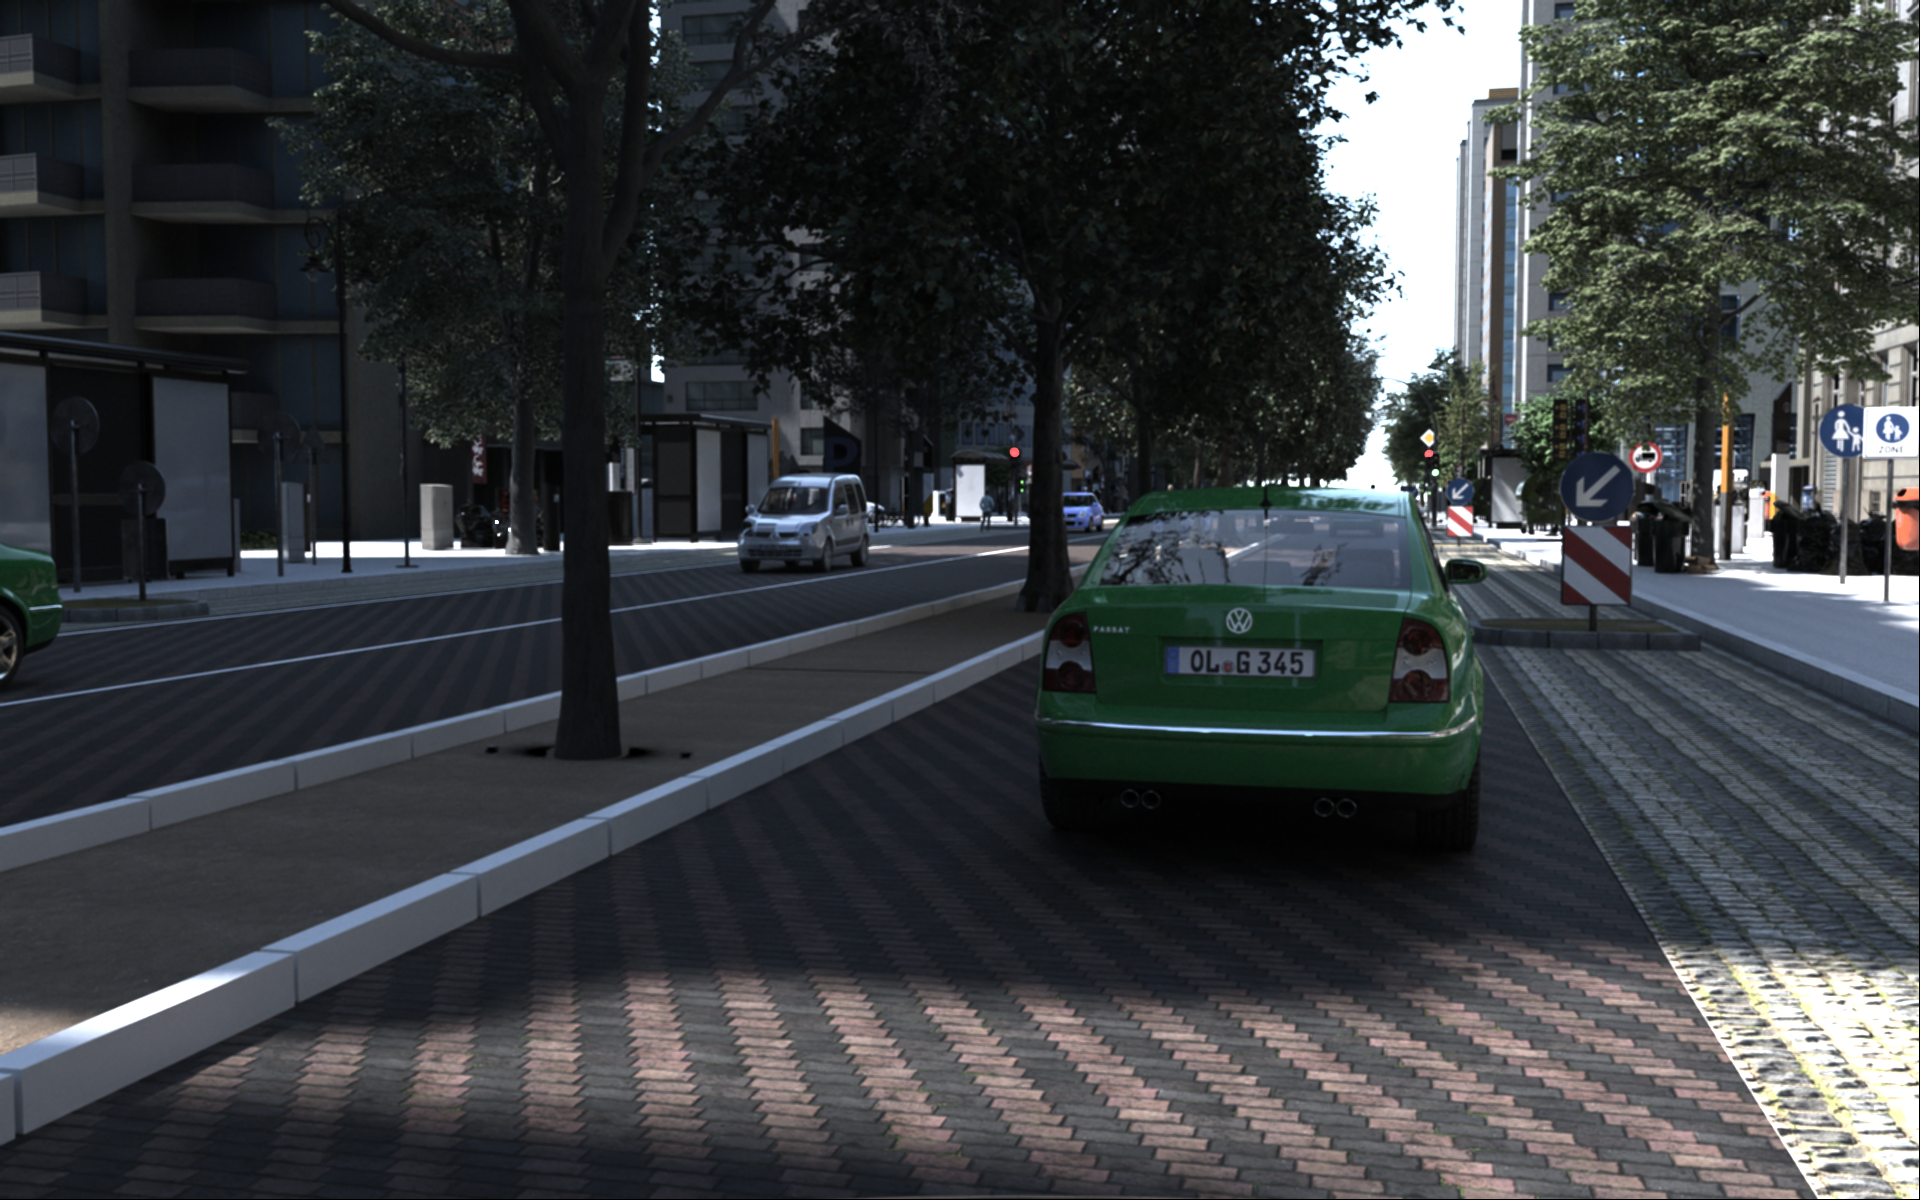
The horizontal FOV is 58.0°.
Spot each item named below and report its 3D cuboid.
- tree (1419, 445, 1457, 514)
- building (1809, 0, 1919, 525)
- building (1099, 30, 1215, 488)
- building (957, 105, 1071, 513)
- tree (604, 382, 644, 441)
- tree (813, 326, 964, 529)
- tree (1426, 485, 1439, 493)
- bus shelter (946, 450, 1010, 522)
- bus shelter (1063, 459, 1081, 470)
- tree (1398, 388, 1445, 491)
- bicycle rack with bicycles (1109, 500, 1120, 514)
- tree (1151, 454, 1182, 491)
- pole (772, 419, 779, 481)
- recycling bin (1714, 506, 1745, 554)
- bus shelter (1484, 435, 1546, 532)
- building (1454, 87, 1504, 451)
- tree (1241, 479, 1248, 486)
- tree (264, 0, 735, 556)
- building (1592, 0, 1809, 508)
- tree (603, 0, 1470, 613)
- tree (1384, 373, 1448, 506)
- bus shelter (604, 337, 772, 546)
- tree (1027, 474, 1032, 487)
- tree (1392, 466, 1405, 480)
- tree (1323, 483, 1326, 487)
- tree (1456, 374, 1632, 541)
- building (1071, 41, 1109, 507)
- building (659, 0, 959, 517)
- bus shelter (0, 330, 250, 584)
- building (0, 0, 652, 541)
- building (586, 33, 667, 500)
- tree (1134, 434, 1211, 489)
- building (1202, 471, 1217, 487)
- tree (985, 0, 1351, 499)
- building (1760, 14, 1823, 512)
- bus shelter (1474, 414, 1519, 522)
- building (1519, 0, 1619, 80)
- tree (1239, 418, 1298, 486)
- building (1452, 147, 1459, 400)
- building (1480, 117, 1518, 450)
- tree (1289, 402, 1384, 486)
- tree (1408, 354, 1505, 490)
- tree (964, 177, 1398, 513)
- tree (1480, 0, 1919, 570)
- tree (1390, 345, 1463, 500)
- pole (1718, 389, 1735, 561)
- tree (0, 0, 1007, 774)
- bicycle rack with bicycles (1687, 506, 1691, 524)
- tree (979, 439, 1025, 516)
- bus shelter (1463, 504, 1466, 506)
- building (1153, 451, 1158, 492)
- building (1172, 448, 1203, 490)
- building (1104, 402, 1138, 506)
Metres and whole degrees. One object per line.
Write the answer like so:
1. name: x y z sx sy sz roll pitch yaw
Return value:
1. tree: 28.607 -7.067 99.254 4.285 4.588 4.351 0 3 0
2. building: 30.985 -12.616 39.561 16.112 22.955 30.059 1 4 13
3. building: 29.012 -50.752 268.041 20.563 71.187 20.611 1 4 13
4. building: -4.294 -35.978 130.244 21.231 58.520 28.212 1 4 13
5. tree: -19.951 -9.015 97.754 4.737 8.622 4.395 0 3 0
6. tree: -1.985 -7.900 63.584 8.767 10.594 7.601 2 4 24
7. tree: 45.441 -10.578 167.555 1.663 3.219 1.824 0 3 0
8. bus shelter: 1.014 -5.355 81.485 2.014 3.302 5.546 1 4 14
9. bus shelter: 5.369 -6.335 97.505 2.014 3.302 5.546 1 4 14
10. tree: 41.264 -13.350 152.685 7.601 10.594 8.767 0 4 -2
11. bicycle rack with bicycles: 9.574 -6.131 113.624 2.852 0.926 2.925 1 4 19
12. tree: 16.435 -9.661 141.665 4.285 4.588 4.351 0 3 0
13. pole: -5.004 -3.255 47.060 0.158 3.312 0.155 0 3 0
14. recycling bin: 16.594 -1.532 37.602 0.722 1.027 0.722 1 4 18
15. bus shelter: 19.560 -4.086 60.724 2.014 3.302 5.546 1 4 14
16. building: 85.419 -43.676 256.107 21.231 58.520 28.212 1 4 13
17. tree: 32.175 -17.706 207.626 7.486 12.596 7.792 0 3 0
18. tree: -9.226 -7.919 36.123 9.857 13.997 8.962 0 3 0
19. building: 56.287 -49.668 124.741 22.319 86.520 31.000 1 4 13
20. tree: 1.055 -6.192 20.699 9.611 12.733 9.660 0 3 0
21. tree: 48.690 -16.831 181.839 9.857 13.997 8.962 0 3 0
22. bus shelter: -7.400 -4.222 46.656 2.179 5.291 8.768 1 4 13
23. tree: 4.413 -5.698 87.763 1.663 3.219 1.824 0 3 0
24. tree: 55.015 -15.939 210.968 4.737 8.622 4.395 0 3 0
25. tree: 30.844 -11.837 146.347 4.737 8.622 4.395 0 3 0
26. tree: 16.652 -3.896 47.415 4.285 4.588 4.351 0 3 0
27. building: 6.088 -31.311 162.051 14.600 45.320 14.200 1 4 13
28. building: -8.474 -20.212 102.170 14.160 30.474 14.107 1 4 13
29. bus shelter: -13.061 -2.765 22.846 2.179 5.291 8.768 1 4 13
30. building: -26.419 -24.514 55.429 28.867 44.769 22.147 1 4 13
31. building: -34.787 -31.725 107.938 27.495 52.752 28.713 1 4 13
32. tree: 17.791 -14.099 148.653 7.486 12.596 7.792 0 3 0
33. building: 31.495 -27.482 294.371 27.650 21.520 28.899 1 4 13
34. tree: 3.214 -6.247 30.345 9.928 11.665 9.643 0 3 0
35. building: 56.088 -26.308 84.753 28.867 44.769 22.147 1 4 13
36. bus shelter: 26.201 -6.524 84.306 2.179 5.291 8.768 1 4 14
37. building: 61.564 -37.631 157.261 21.231 58.520 28.212 1 4 13
38. tree: 9.071 -6.227 54.632 4.360 8.622 3.978 0 3 0
39. building: 91.660 -45.356 283.571 21.231 58.520 28.212 1 4 13
40. building: 68.763 -33.790 202.577 14.600 45.320 14.200 1 4 13
41. tree: 27.053 -13.534 130.401 9.857 13.997 8.962 0 3 0
42. tree: 26.674 -8.644 91.687 4.737 8.622 4.395 0 3 0
43. tree: 5.286 -6.254 39.120 8.767 10.594 7.601 1 4 13
44. tree: 12.610 -6.759 28.644 7.486 12.596 7.792 0 3 0
45. tree: 37.150 -13.087 132.103 7.486 12.596 7.792 0 3 0
46. pole: 14.714 -2.409 33.223 0.158 3.312 0.155 0 3 0
47. tree: -2.021 -5.893 9.175 12.009 13.543 11.850 0 3 0
48. bicycle rack with bicycles: 31.611 -3.803 75.561 2.925 0.926 2.852 3 5 40
49. tree: 2.476 -7.334 103.616 4.285 4.588 4.351 0 3 0
50. bus shelter: 35.117 -8.009 122.225 1.731 3.624 6.357 1 4 13
51. building: 16.894 -31.819 203.835 14.154 41.232 14.086 1 4 13
52. building: 27.688 -29.363 251.782 14.160 30.474 14.107 1 4 13
53. building: 5.141 -20.800 185.124 27.650 21.520 28.899 1 4 13
